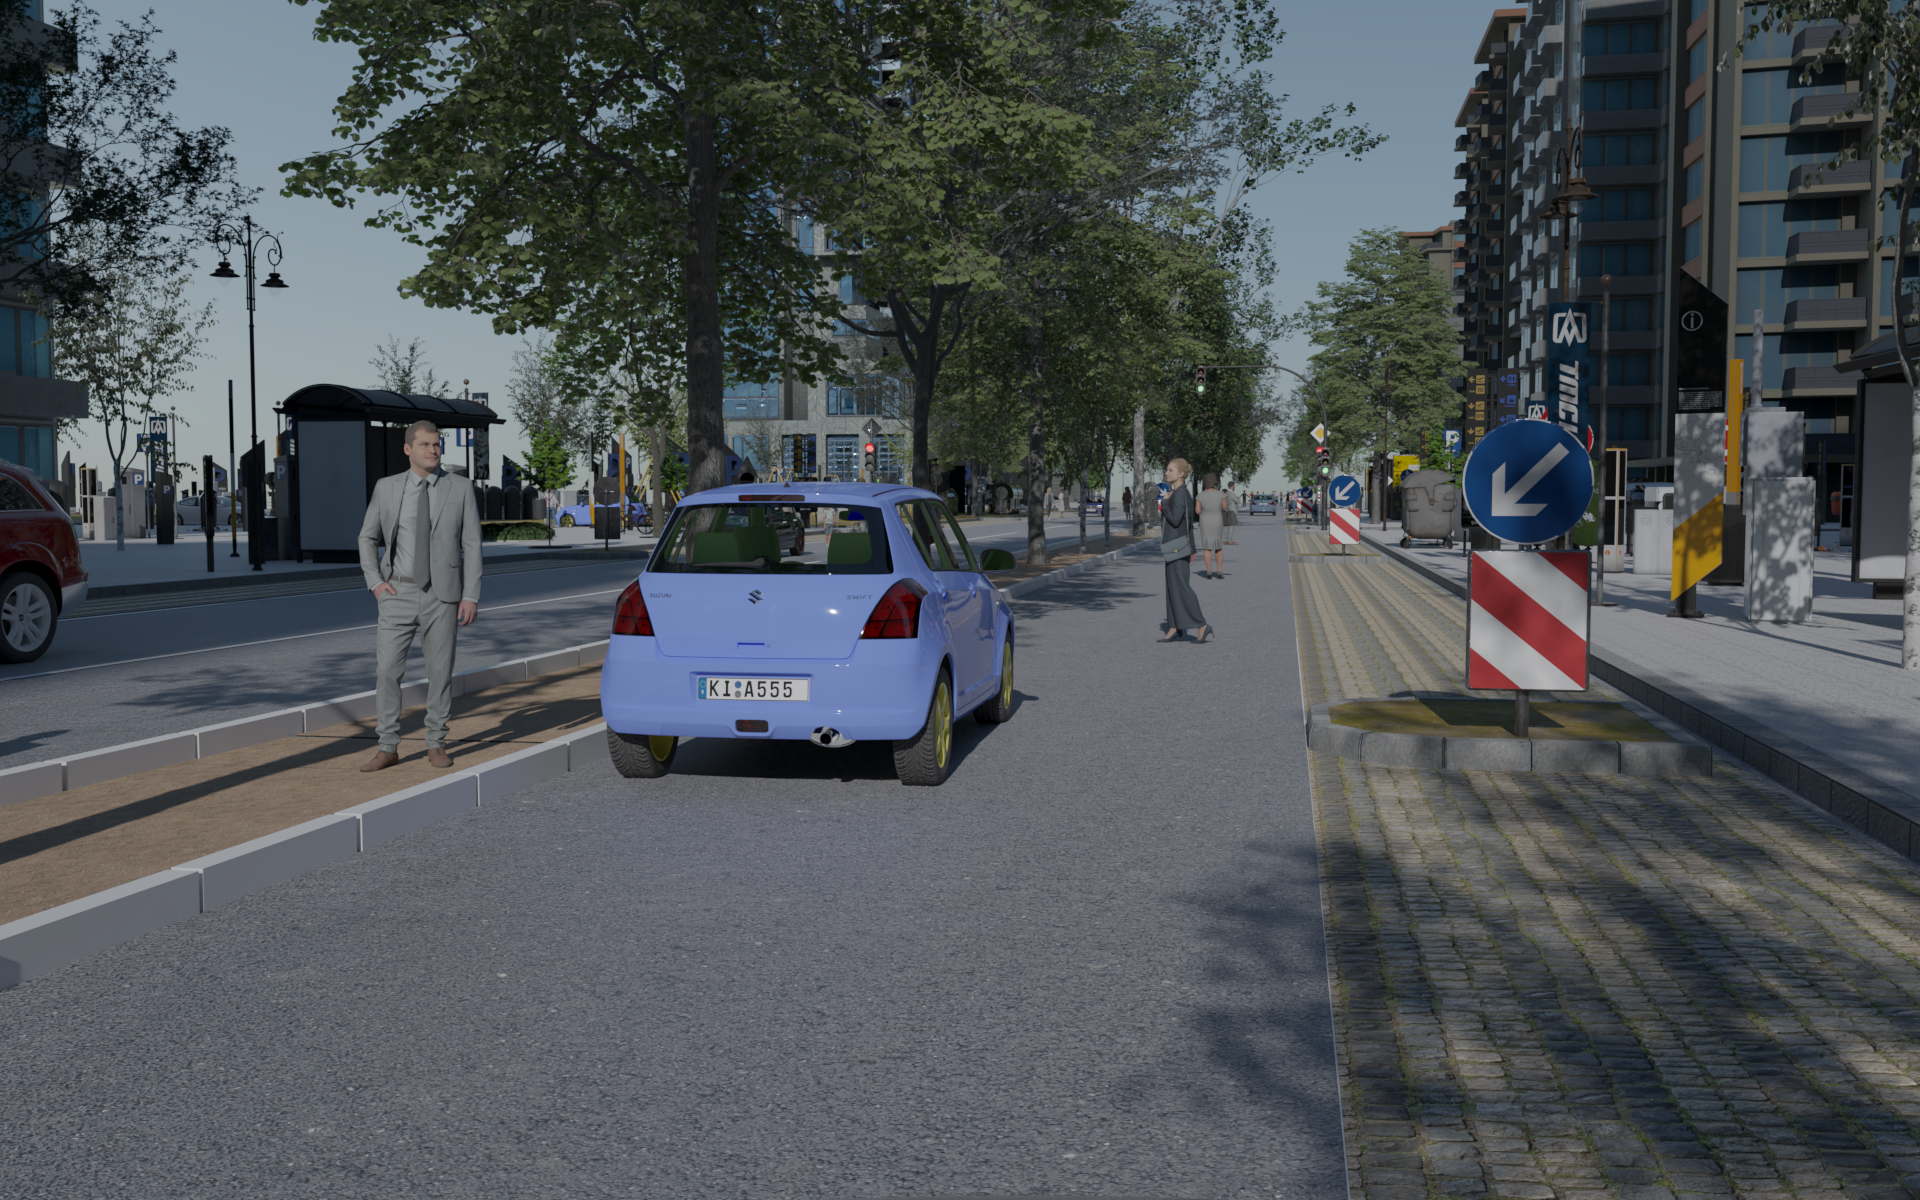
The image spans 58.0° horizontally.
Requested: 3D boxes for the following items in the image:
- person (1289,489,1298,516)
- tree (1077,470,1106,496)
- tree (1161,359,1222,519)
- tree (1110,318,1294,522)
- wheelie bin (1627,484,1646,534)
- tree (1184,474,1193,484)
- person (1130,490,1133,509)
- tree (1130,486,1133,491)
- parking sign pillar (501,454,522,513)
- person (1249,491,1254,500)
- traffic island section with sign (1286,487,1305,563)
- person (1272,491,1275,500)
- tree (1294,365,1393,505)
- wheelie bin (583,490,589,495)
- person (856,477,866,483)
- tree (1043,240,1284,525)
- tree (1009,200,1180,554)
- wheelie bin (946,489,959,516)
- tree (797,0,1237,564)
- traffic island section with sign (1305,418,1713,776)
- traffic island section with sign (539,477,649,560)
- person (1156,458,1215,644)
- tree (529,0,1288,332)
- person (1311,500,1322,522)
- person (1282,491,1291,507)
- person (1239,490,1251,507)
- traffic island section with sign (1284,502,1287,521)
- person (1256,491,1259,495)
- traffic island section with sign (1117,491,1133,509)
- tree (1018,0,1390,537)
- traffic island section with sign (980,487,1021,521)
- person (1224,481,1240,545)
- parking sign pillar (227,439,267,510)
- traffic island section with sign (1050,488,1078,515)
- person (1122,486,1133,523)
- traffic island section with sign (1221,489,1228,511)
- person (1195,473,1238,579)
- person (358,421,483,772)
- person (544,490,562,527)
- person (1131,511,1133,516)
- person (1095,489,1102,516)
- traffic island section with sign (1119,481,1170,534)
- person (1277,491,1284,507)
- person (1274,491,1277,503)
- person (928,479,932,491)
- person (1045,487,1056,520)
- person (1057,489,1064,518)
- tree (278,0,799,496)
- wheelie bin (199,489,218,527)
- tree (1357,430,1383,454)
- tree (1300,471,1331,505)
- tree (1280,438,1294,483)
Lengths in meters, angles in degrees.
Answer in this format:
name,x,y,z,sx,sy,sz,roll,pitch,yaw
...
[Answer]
name,x,y,z,sx,sy,sz,roll,pitch,yaw
person,22.217,-6.490,115.203,0.643,1.750,0.593,-3,5,-43
tree,12.131,-10.703,158.705,4.285,4.588,4.351,0,3,0
tree,10.641,-7.911,82.168,4.360,8.622,3.978,0,3,0
tree,12.192,-9.883,89.798,9.928,11.665,9.643,0,3,0
wheelie bin,21.874,-2.927,55.764,0.693,1.594,0.980,0,4,1
tree,39.384,-22.474,301.858,7.601,10.594,8.767,0,4,-8
person,15.780,-9.314,160.654,0.709,1.838,0.599,0,4,-1
tree,21.238,-12.988,206.954,1.663,3.219,1.824,0,3,0
parking sign pillar,-30.247,-7.851,116.839,1.447,3.967,1.447,1,4,11
person,38.899,-13.587,230.587,1.348,1.831,0.705,-3,4,-37
traffic island section with sign,7.930,-1.695,36.342,1.989,1.847,2.006,1,4,11
person,30.728,-9.893,170.776,0.750,1.759,0.617,1,4,17
tree,29.570,-12.654,132.646,9.928,11.665,9.643,0,3,0
wheelie bin,-31.167,-8.393,145.134,0.980,1.594,0.693,-2,4,-23
person,-2.122,-1.692,36.509,0.624,1.780,0.694,1,4,11
tree,9.040,-9.522,75.147,9.611,12.733,9.660,0,3,0
tree,2.904,-5.383,40.830,4.737,8.622,4.395,0,3,0
wheelie bin,-0.467,-5.687,100.890,0.693,1.594,0.980,-1,4,-11
tree,1.604,-6.976,34.646,7.486,12.596,7.792,0,3,0
traffic island section with sign,3.002,-0.074,9.840,1.989,1.847,2.006,1,4,11
traffic island section with sign,-8.031,-1.825,38.469,1.989,1.847,2.006,1,4,11
person,2.152,-0.474,16.677,0.534,1.772,0.576,0,4,-7
tree,-0.571,-6.862,25.023,12.009,13.543,11.850,0,3,0
person,18.458,-4.594,89.114,0.738,1.151,1.012,2,4,24
person,32.211,-9.848,170.233,1.217,1.735,0.721,0,4,1
person,30.459,-10.844,185.424,1.348,1.869,0.705,-1,4,-8
traffic island section with sign,18.119,-5.043,91.081,1.989,1.847,2.006,1,4,11
person,30.560,-10.288,177.433,1.217,1.743,0.721,-1,4,-15
traffic island section with sign,16.399,-9.842,169.543,1.989,1.847,2.006,1,4,11
tree,7.024,-12.110,56.351,12.611,20.169,13.585,0,3,0
traffic island section with sign,2.222,-5.187,93.443,1.989,1.847,2.006,1,4,11
person,7.717,-2.462,48.932,0.466,1.800,0.511,-2,4,-29
parking sign pillar,-34.807,-5.911,85.113,1.447,3.967,1.447,2,4,34
traffic island section with sign,7.234,-6.835,120.384,1.989,1.847,2.006,1,4,11
person,8.441,-4.824,87.352,0.573,1.828,0.580,0,4,4
traffic island section with sign,21.905,-8.278,143.484,2.006,1.907,1.989,1,4,11
person,4.317,-1.240,29.136,0.716,1.782,0.532,0,4,8
person,-2.825,-0.029,9.066,0.635,1.810,0.391,-1,4,-19
person,-16.096,-3.637,68.639,0.598,1.740,0.731,3,5,43
person,11.876,-6.520,115.326,0.699,1.804,1.509,3,4,39
person,9.192,-6.474,114.898,0.519,1.759,0.362,-3,5,-42
traffic island section with sign,6.785,-3.315,62.330,2.006,1.907,1.989,1,4,11
person,36.330,-11.407,195.726,1.217,1.735,0.721,-1,4,-13
person,40.976,-13.277,225.442,0.709,1.838,0.599,-3,5,-40
person,-0.680,-1.552,34.621,0.466,1.731,0.760,-3,5,-45
person,5.067,-5.410,97.130,0.709,1.800,0.728,-1,4,-14
person,6.070,-5.872,105.077,0.524,1.755,0.480,2,4,26
tree,-2.196,-5.745,14.516,7.486,12.596,7.792,0,3,0
wheelie bin,-29.148,-3.627,67.205,0.693,1.594,0.980,-2,4,-26
tree,32.086,-14.808,152.480,12.009,13.543,11.850,0,3,0
tree,54.304,-17.454,269.078,4.285,4.588,4.351,0,3,0
tree,57.336,-22.707,289.393,7.486,12.596,7.792,0,3,0
